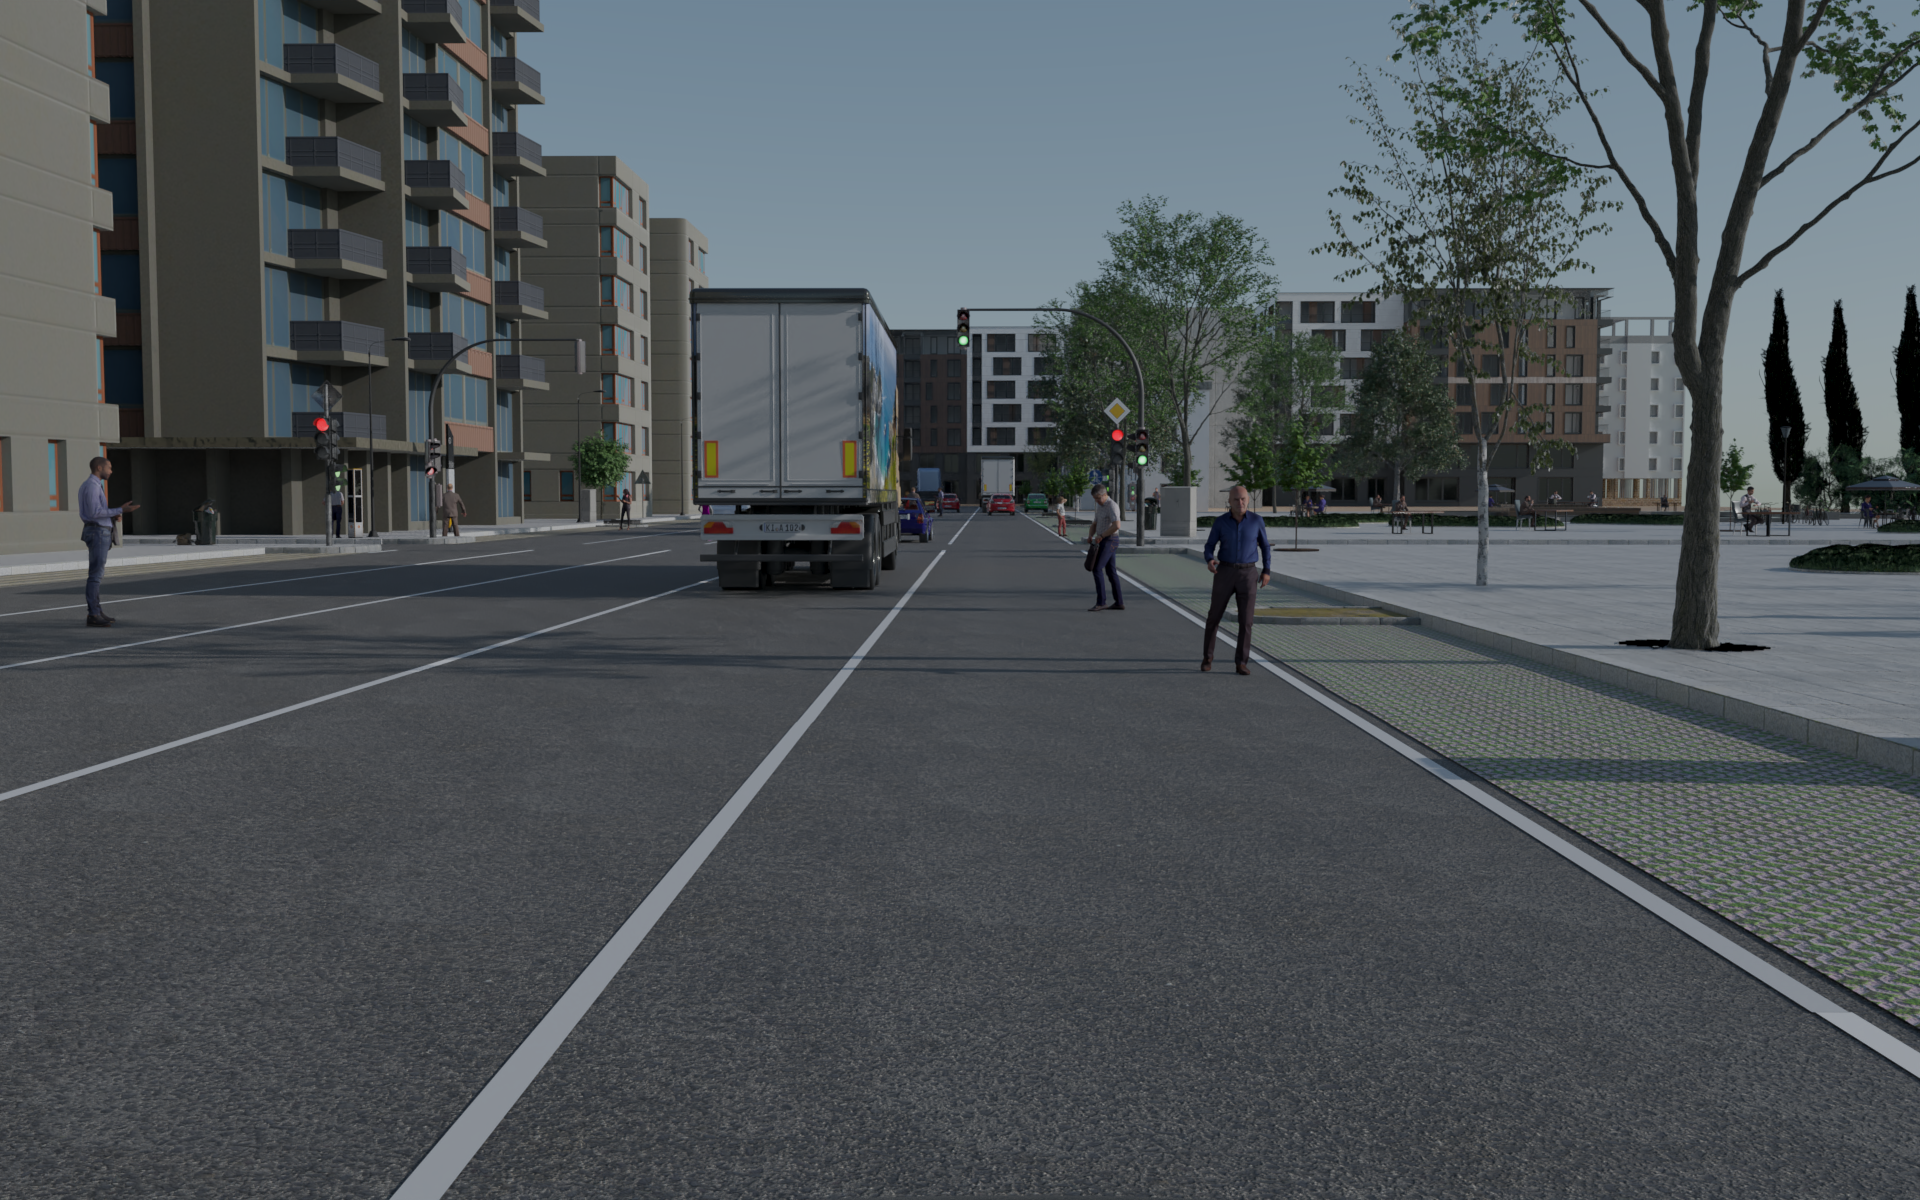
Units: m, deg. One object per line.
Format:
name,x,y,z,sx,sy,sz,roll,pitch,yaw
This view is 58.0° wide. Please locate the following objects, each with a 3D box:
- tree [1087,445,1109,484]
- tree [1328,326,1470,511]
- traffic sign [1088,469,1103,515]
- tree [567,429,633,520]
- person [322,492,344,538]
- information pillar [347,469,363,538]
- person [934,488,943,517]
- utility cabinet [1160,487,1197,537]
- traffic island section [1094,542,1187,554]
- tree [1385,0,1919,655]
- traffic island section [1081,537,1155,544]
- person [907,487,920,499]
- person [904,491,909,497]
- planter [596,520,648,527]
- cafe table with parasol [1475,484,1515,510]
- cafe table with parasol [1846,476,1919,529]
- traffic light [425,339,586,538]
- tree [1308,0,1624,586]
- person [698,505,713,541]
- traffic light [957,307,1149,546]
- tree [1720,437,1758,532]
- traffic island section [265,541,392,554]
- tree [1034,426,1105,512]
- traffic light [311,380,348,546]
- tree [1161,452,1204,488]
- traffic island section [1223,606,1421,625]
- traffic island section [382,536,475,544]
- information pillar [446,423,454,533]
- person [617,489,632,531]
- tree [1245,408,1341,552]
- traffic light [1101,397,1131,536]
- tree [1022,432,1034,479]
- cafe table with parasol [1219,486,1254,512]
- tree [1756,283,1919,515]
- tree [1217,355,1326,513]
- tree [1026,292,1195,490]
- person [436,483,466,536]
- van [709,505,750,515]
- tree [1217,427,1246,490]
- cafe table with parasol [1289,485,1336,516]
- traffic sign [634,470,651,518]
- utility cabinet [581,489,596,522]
tree,8.716,-9.621,107.663,4.360,8.622,3.978,0,3,0
tree,30.012,-12.311,118.298,9.611,12.733,9.660,0,3,0
traffic sign,7.018,-5.476,89.646,0.768,2.556,0.104,1,4,8
tree,-18.051,-6.302,86.747,4.285,4.588,4.351,0,3,0
person,-18.296,-2.587,50.552,0.614,1.554,0.590,-1,4,-19
information pillar,-17.566,-2.800,50.277,0.304,2.012,0.304,2,4,30
person,-1.367,-6.215,109.978,0.599,1.838,0.709,-1,4,-18
utility cabinet,6.468,-2.611,51.372,0.318,1.500,1.173,-3,5,-41
traffic island section,4.440,-1.239,42.535,2.009,0.180,2.903,0,4,1
tree,6.077,-5.392,13.916,9.928,11.665,9.643,0,3,0
traffic island section,4.580,-1.727,50.518,2.009,0.180,2.903,0,4,1
person,-2.272,-4.569,83.754,0.990,1.755,0.434,1,4,12
person,-2.777,-5.073,93.154,0.593,1.614,0.444,2,4,29
planter,-14.732,-3.341,75.758,1.991,0.319,1.994,0,4,1
cafe table with parasol,36.523,-6.939,118.323,2.610,1.966,2.610,1,4,14
cafe table with parasol,34.227,-3.621,64.069,2.610,1.966,2.610,2,4,29
traffic light,-13.365,-4.653,50.738,4.771,5.953,1.251,0,4,1
tree,7.164,-4.497,23.896,4.360,8.622,3.978,0,3,0
person,-7.715,-2.527,53.046,0.726,1.434,0.776,1,4,22
traffic light,2.307,-4.138,42.317,4.771,5.953,1.251,0,4,1
tree,26.381,-3.942,59.054,1.663,3.219,1.824,0,3,0
traffic island section,-15.638,-1.261,42.891,2.009,0.180,2.903,0,4,1
tree,8.812,-10.770,126.459,4.737,8.622,4.395,0,3,0
traffic light,-15.598,-3.293,42.756,0.839,4.253,0.868,0,4,1
tree,9.362,-4.756,72.357,1.663,3.219,1.824,0,3,0
traffic island section,4.029,0.187,19.801,1.991,0.108,1.994,0,4,1
traffic island section,-15.498,-1.749,50.875,2.009,0.180,2.903,0,4,1
information pillar,-16.990,-4.059,57.720,0.183,3.616,0.504,0,4,5
person,-13.192,-3.550,68.014,0.593,1.643,0.415,-1,4,-12
tree,7.538,-2.700,38.744,1.663,3.219,1.824,0,3,0
traffic light,4.541,-3.761,50.405,0.839,4.253,0.868,0,4,1
tree,8.680,-14.182,182.240,4.737,8.622,4.395,0,3,0
cafe table with parasol,19.686,-7.217,122.871,2.610,1.966,2.610,2,4,35
tree,59.065,-12.899,112.713,13.155,14.587,18.604,2,4,27
tree,20.548,-11.020,114.583,7.601,10.594,8.767,0,4,2
tree,8.406,-10.881,94.914,9.611,12.733,9.660,0,3,0
person,-15.654,-2.695,53.111,0.990,1.755,0.434,-1,4,-15
van,-8.186,-3.380,62.270,2.013,2.044,4.112,0,4,0
tree,7.168,-2.952,42.859,1.663,3.219,1.824,0,3,0
cafe table with parasol,18.507,-5.357,92.455,2.610,1.966,2.610,-1,4,-10
traffic sign,-16.784,-5.604,91.628,0.884,2.594,0.081,0,4,3
utility cabinet,-16.948,-4.294,78.879,0.318,1.500,1.173,-2,4,-34
